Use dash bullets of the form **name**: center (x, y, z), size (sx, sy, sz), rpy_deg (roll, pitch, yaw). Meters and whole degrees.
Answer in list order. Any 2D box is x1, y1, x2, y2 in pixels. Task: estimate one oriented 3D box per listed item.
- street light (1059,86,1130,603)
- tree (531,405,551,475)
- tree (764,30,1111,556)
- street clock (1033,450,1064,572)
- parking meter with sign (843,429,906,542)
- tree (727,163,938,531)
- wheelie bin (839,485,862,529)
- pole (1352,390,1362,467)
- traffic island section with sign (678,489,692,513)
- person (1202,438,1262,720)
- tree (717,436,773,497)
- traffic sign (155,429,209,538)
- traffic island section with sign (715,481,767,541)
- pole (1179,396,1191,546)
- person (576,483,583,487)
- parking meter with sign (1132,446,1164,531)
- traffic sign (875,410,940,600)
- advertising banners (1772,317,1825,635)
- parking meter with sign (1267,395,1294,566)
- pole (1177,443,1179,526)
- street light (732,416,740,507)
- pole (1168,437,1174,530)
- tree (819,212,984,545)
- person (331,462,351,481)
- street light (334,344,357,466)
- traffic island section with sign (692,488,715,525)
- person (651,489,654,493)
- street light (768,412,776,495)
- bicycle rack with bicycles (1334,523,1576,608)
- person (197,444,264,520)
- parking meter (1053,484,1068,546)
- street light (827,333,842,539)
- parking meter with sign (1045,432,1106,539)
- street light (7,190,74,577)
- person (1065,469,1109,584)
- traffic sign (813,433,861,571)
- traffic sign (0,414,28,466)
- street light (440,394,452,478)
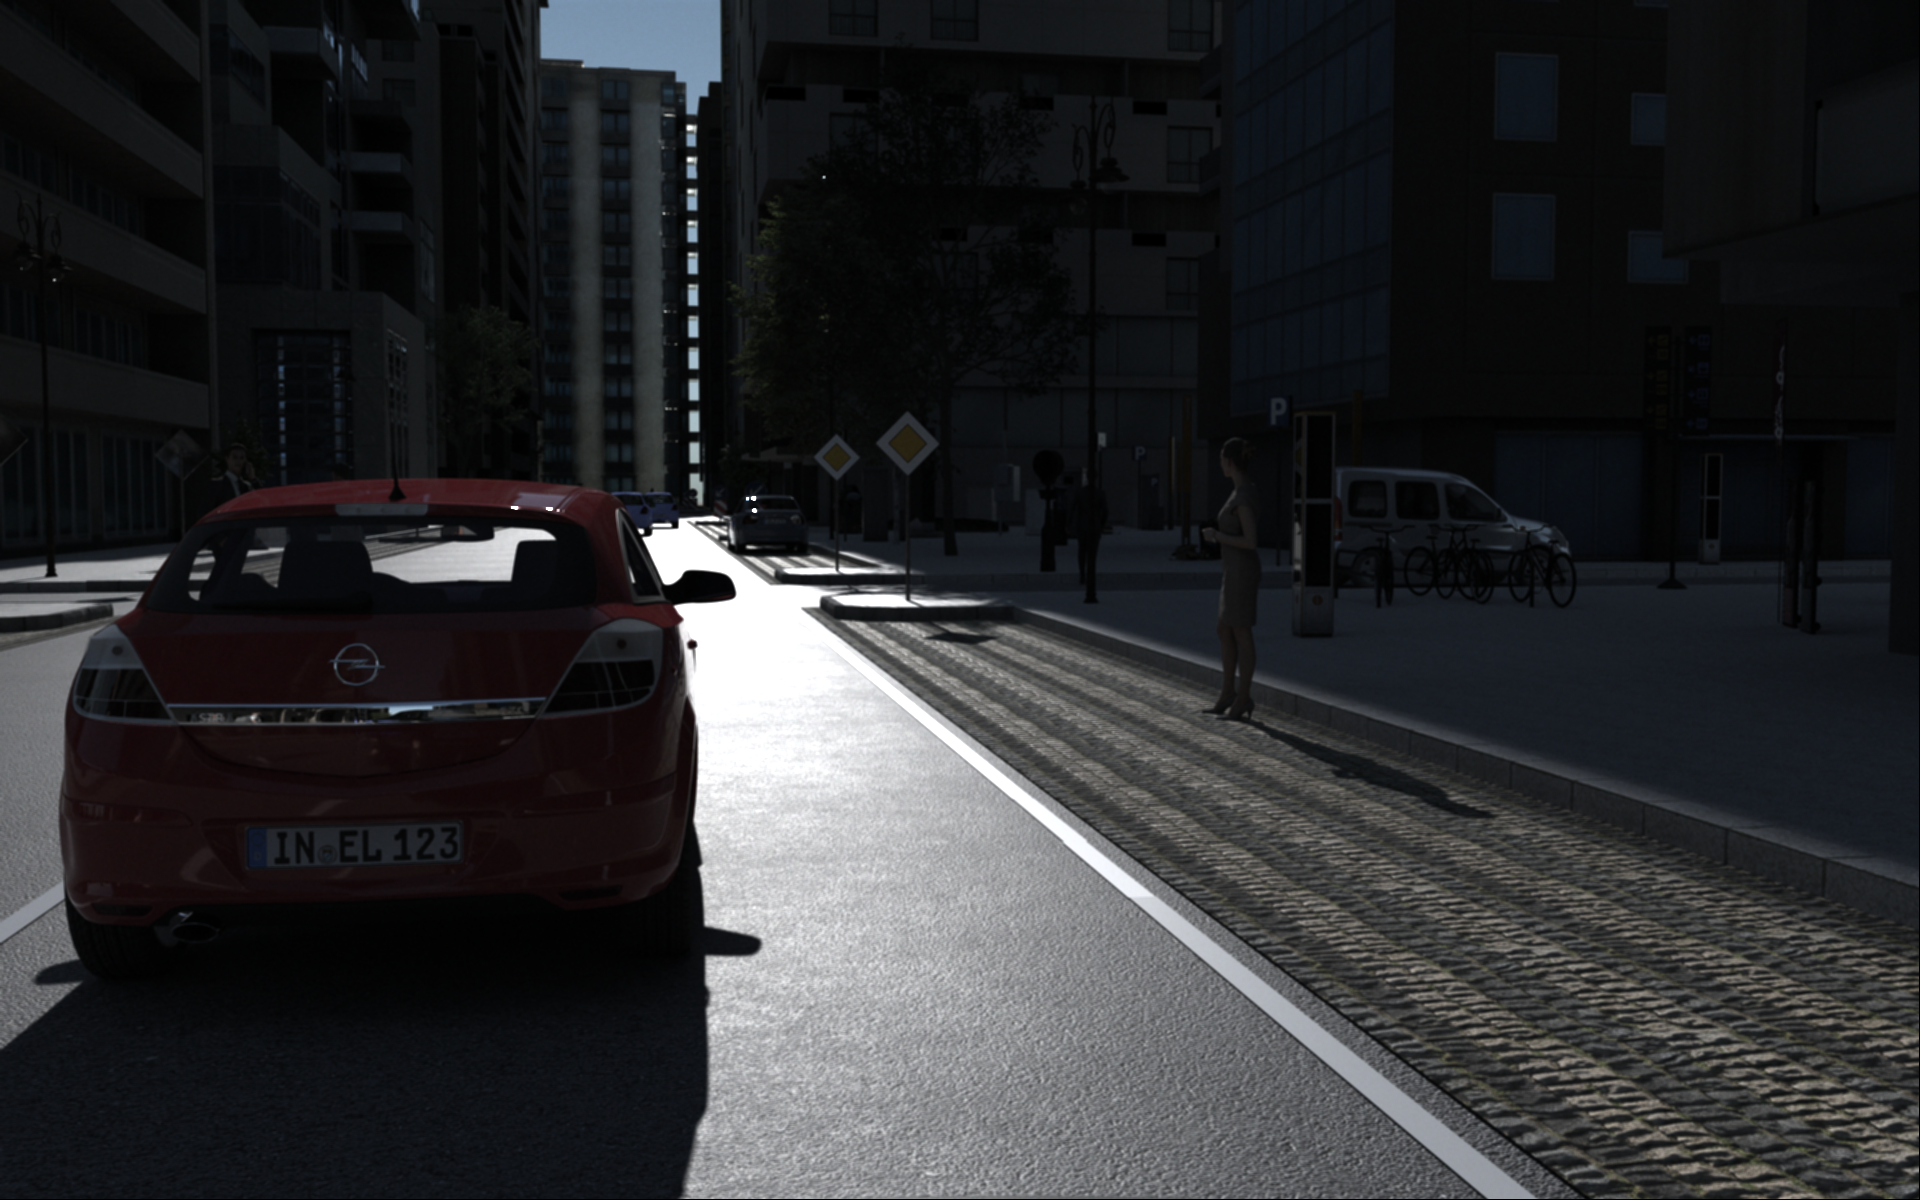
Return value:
- **street light**: center (1.542, -2.901, 20.212), size (0.468, 5.910, 1.993), rpy_deg (-1, 4, -10)
- **tree**: center (-35.494, -11.643, 140.725), size (4.360, 8.622, 3.978), rpy_deg (0, 3, 0)
- **tree**: center (-0.528, -6.200, 35.781), size (7.601, 10.594, 8.767), rpy_deg (-1, 4, -12)
- **street clock**: center (1.454, -1.468, 28.578), size (0.471, 2.002, 0.358), rpy_deg (2, 4, 31)
- **parking meter with sign**: center (-2.283, -3.096, 46.881), size (1.738, 3.016, 0.543), rpy_deg (0, 4, -7)
- **tree**: center (-4.694, -8.667, 59.837), size (7.486, 12.596, 7.792), rpy_deg (0, 3, 0)
- **wheelie bin**: center (-3.630, -3.021, 57.302), size (0.980, 1.594, 0.693), rpy_deg (3, 5, 44)
- **pole**: center (7.786, -2.458, 34.027), size (0.158, 3.312, 0.155), rpy_deg (0, 3, 0)
- **traffic island section with sign**: center (-19.999, -7.358, 128.933), size (1.989, 1.847, 2.006), rpy_deg (-1, 4, -10)
- **person**: center (1.712, -0.128, 10.932), size (0.374, 1.781, 0.599), rpy_deg (0, 4, 7)
- **tree**: center (-12.187, -7.032, 98.692), size (4.285, 4.588, 4.351), rpy_deg (0, 3, 0)
- **traffic sign**: center (-12.080, -1.424, 26.918), size (0.795, 2.450, 0.064), rpy_deg (-1, 4, -10)
- **traffic island section with sign**: center (-6.421, -2.732, 53.302), size (1.989, 1.847, 2.006), rpy_deg (-1, 4, -10)
- **pole**: center (4.705, -2.577, 35.979), size (0.158, 3.312, 0.155), rpy_deg (0, 3, 0)
- **person**: center (-12.078, -2.830, 55.014), size (0.529, 1.795, 0.600), rpy_deg (0, 4, 5)
- **parking meter with sign**: center (6.739, -3.991, 61.517), size (0.543, 3.016, 1.738), rpy_deg (-1, 4, -20)
- **traffic sign**: center (-0.632, -1.051, 20.831), size (0.795, 2.450, 0.064), rpy_deg (-1, 4, -10)
- **advertising banners**: center (8.019, -1.251, 16.635), size (0.090, 3.025, 2.074), rpy_deg (1, 4, 14)
- **parking meter with sign**: center (6.359, -2.140, 31.242), size (1.738, 3.016, 0.543), rpy_deg (-2, 4, -34)
- **pole**: center (8.767, -4.611, 69.234), size (0.158, 3.312, 0.155), rpy_deg (0, 3, 0)
- **street light**: center (-13.226, -7.942, 102.642), size (0.468, 5.910, 1.993), rpy_deg (-1, 4, -10)
- **pole**: center (7.519, -4.150, 61.694), size (0.158, 3.312, 0.155), rpy_deg (0, 3, 0)
- **tree**: center (-1.554, -5.678, 43.191), size (4.360, 8.622, 3.978), rpy_deg (0, 3, 0)
- **person**: center (-7.271, -0.713, 20.342), size (0.466, 1.800, 0.511), rpy_deg (0, 4, 2)
- **street light**: center (-18.899, -4.931, 53.413), size (0.468, 5.910, 1.993), rpy_deg (-1, 4, -10)
- **traffic island section with sign**: center (-11.223, -4.368, 80.038), size (1.989, 1.847, 2.006), rpy_deg (-1, 4, -10)
- **person**: center (-21.288, -6.799, 119.687), size (0.705, 1.821, 1.348), rpy_deg (-2, 4, -27)
- **street light**: center (-8.345, -6.311, 75.975), size (0.468, 5.910, 1.993), rpy_deg (-1, 4, -10)
- **bicycle rack with bicycles**: center (5.679, -0.442, 20.614), size (2.852, 0.926, 2.925), rpy_deg (0, 4, -2)
- **person**: center (-6.765, -0.510, 16.203), size (0.474, 1.900, 0.648), rpy_deg (0, 4, 5)
- **parking meter**: center (2.498, -2.125, 43.162), size (0.372, 1.533, 0.369), rpy_deg (0, 3, 0)
- **street light**: center (-3.628, -4.650, 48.817), size (0.468, 5.910, 1.993), rpy_deg (-1, 4, -10)
- **parking meter with sign**: center (3.265, -3.260, 49.562), size (1.738, 3.016, 0.543), rpy_deg (2, 4, 30)
- **street light**: center (-14.117, -3.299, 26.729), size (0.468, 5.910, 1.993), rpy_deg (-1, 4, -10)
- **person**: center (2.024, -1.167, 27.357), size (0.659, 1.850, 0.755), rpy_deg (1, 4, 10)
- **traffic sign**: center (-2.042, -1.532, 28.691), size (0.795, 2.450, 0.064), rpy_deg (-1, 4, -10)
- **traffic sign**: center (-10.670, -0.943, 19.057), size (0.795, 2.450, 0.064), rpy_deg (-1, 4, -10)
- **street light**: center (-23.710, -6.563, 80.093), size (0.468, 5.910, 1.993), rpy_deg (-1, 4, -10)
